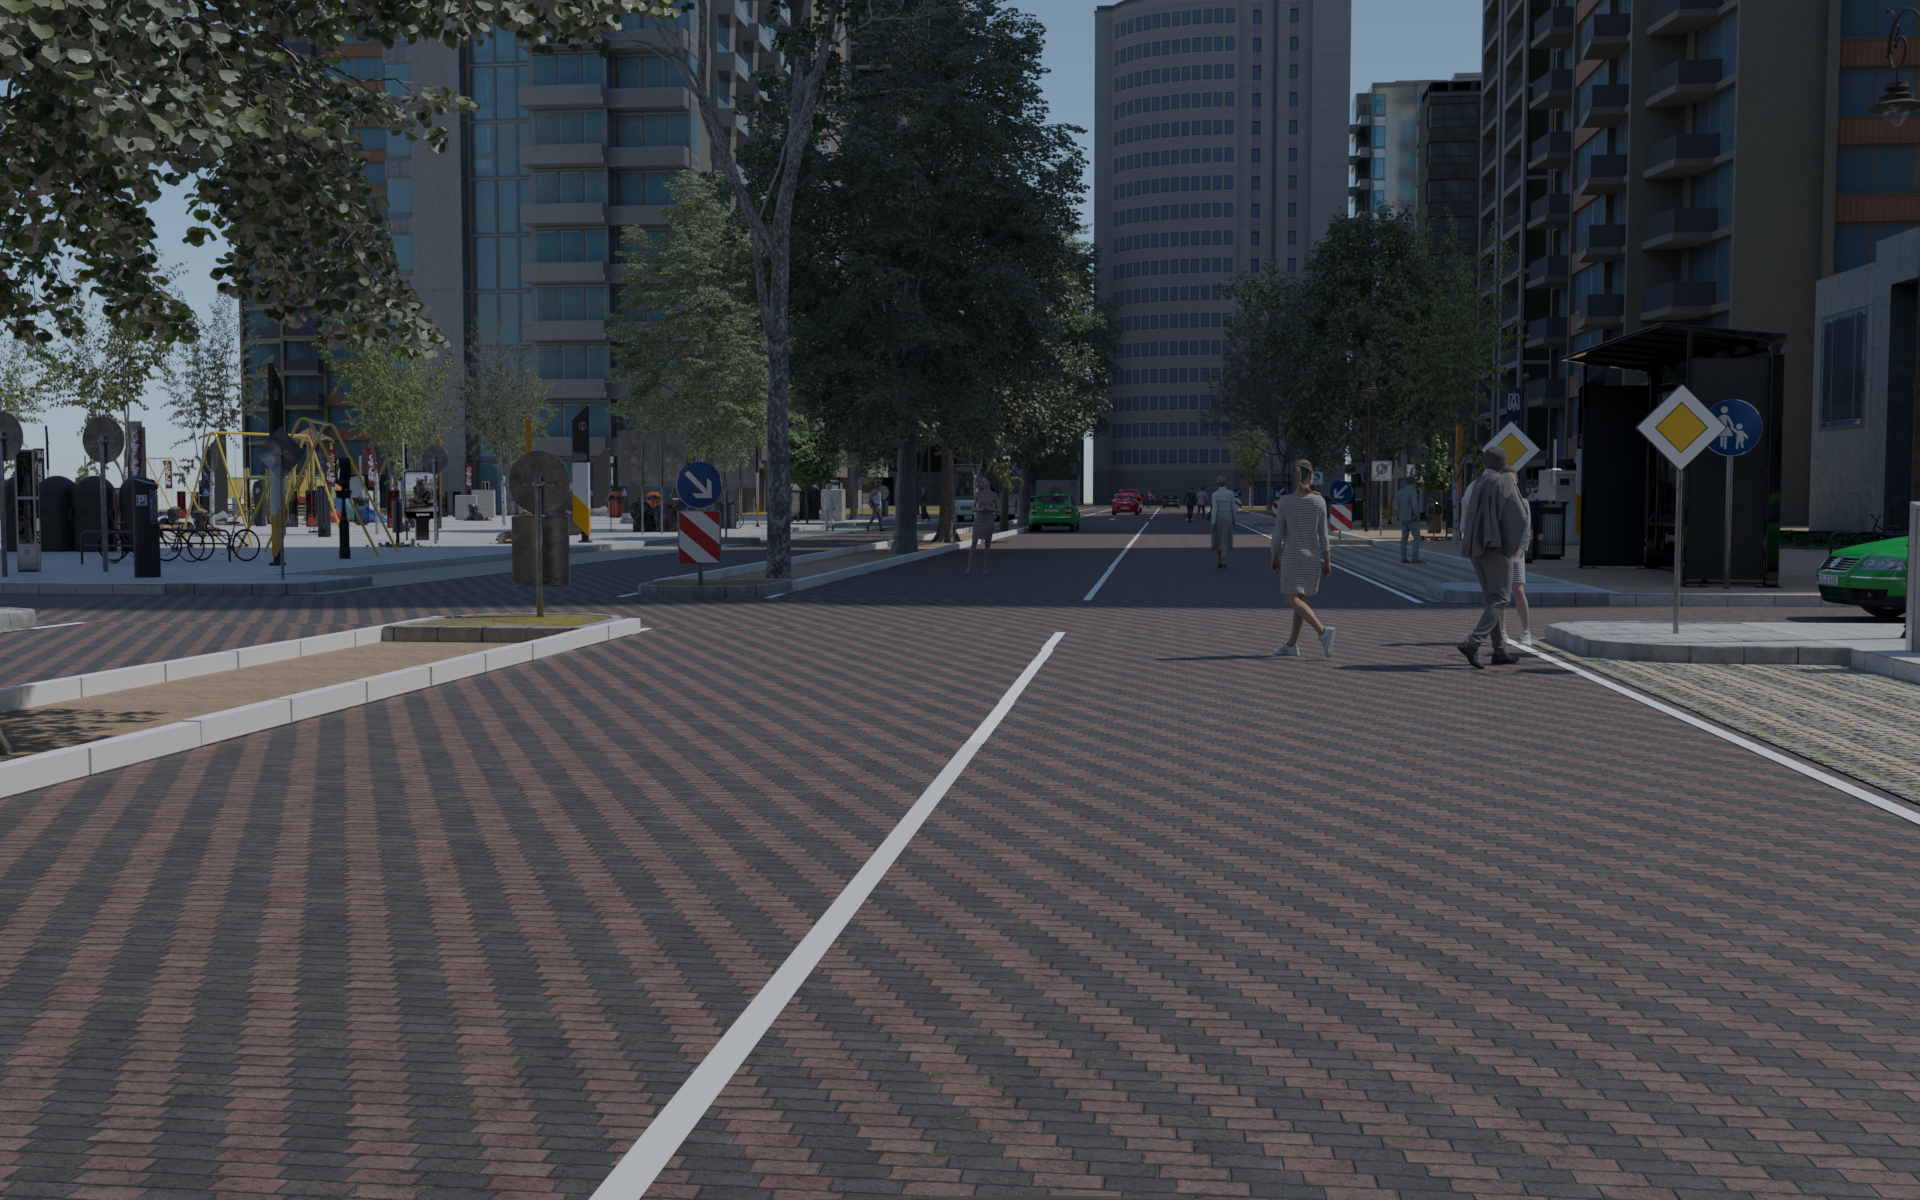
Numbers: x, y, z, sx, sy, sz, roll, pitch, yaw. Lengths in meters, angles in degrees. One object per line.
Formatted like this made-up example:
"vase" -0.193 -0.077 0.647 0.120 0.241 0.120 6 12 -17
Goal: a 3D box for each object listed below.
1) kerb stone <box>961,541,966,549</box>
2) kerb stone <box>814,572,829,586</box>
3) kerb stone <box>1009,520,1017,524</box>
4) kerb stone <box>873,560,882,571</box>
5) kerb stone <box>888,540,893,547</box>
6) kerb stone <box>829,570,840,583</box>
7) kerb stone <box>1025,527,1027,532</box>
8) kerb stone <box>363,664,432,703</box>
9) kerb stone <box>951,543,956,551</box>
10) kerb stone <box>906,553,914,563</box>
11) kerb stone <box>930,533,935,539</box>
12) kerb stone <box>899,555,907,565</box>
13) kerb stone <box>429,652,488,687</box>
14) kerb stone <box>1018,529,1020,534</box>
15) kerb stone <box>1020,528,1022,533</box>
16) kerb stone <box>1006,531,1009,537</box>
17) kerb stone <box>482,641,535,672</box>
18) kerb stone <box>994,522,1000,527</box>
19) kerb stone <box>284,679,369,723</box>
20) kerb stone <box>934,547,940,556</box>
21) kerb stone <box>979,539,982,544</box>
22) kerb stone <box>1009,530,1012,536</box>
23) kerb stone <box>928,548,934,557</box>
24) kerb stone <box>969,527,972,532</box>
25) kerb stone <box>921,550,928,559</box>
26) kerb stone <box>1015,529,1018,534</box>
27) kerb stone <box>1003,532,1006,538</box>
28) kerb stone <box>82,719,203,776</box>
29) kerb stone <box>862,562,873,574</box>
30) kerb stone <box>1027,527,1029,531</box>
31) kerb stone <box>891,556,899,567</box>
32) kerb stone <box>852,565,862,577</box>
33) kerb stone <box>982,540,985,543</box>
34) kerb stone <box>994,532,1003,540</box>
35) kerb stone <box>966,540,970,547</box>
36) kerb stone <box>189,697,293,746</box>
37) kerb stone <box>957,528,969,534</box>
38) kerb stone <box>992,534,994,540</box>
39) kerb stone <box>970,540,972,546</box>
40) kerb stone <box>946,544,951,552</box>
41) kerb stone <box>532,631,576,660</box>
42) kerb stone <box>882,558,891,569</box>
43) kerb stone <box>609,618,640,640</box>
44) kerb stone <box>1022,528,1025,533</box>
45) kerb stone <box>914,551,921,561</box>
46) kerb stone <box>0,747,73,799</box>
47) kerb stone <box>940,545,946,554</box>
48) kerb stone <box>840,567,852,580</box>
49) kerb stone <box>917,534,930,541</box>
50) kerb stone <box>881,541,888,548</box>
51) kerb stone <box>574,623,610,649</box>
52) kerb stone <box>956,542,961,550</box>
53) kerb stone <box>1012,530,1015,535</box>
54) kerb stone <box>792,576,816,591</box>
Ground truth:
"kerb stone" -0.036 -1.422 45.453 0.120 0.150 1.000 0 4 7
"kerb stone" -2.256 -0.303 27.144 0.120 0.150 1.000 0 4 7
"kerb stone" 2.575 -3.800 84.361 0.120 0.150 1.000 0 4 7
"kerb stone" -1.646 -0.613 32.220 0.120 0.150 1.000 0 4 7
"kerb stone" -1.994 -1.500 46.727 0.120 0.150 1.000 0 4 7
"kerb stone" -2.138 -0.358 28.160 0.120 0.150 1.000 0 4 7
"kerb stone" 2.316 -2.606 64.799 0.120 0.150 1.000 0 4 7
"kerb stone" -4.055 0.601 12.365 0.120 0.150 1.000 0 4 7
"kerb stone" -0.284 -1.298 43.411 0.120 0.150 1.000 0 4 7
"kerb stone" -1.152 -0.862 36.290 0.120 0.150 1.000 0 4 7
"kerb stone" -1.005 -1.999 54.874 0.120 0.150 1.000 0 4 7
"kerb stone" -1.273 -0.793 35.275 0.120 0.150 1.000 0 4 7
"kerb stone" -3.926 0.539 13.385 0.120 0.150 1.000 0 4 7
"kerb stone" 1.945 -2.419 61.753 0.120 0.150 1.000 0 4 7
"kerb stone" 2.068 -2.479 62.768 0.120 0.150 1.000 0 4 7
"kerb stone" 1.447 -2.171 57.685 0.120 0.150 1.000 0 4 7
"kerb stone" -3.801 0.477 14.403 0.120 0.150 1.000 0 4 7
"kerb stone" 1.716 -3.364 77.242 0.120 0.150 1.000 0 4 7
"kerb stone" -4.179 0.664 11.346 0.120 0.150 1.000 0 4 7
"kerb stone" -0.654 -1.106 40.365 0.120 0.150 1.000 0 4 7
"kerb stone" 0.456 -1.672 49.529 0.120 0.150 1.000 0 4 7
"kerb stone" 1.583 -2.233 58.708 0.120 0.150 1.000 0 4 7
"kerb stone" -0.778 -1.047 39.346 0.120 0.150 1.000 0 4 7
"kerb stone" 0.232 -2.621 65.046 0.120 0.150 1.000 0 4 7
"kerb stone" -0.900 -0.983 38.327 0.120 0.150 1.000 0 4 7
"kerb stone" 1.831 -2.357 60.737 0.120 0.150 1.000 0 4 7
"kerb stone" 1.319 -2.105 56.665 0.120 0.150 1.000 0 4 7
"kerb stone" -4.416 0.796 9.311 0.120 0.150 1.000 0 4 7
"kerb stone" -1.758 -0.551 31.204 0.120 0.150 1.000 0 4 7
"kerb stone" 2.435 -2.668 65.814 0.120 0.150 1.000 0 4 7
"kerb stone" -1.395 -0.736 34.255 0.120 0.150 1.000 0 4 7
"kerb stone" -1.896 -0.489 30.191 0.120 0.150 1.000 0 4 7
"kerb stone" 0.707 -1.794 51.558 0.120 0.150 1.000 0 4 7
"kerb stone" 1.203 -2.046 55.649 0.120 0.150 1.000 0 4 7
"kerb stone" 0.086 -1.483 46.468 0.120 0.150 1.000 0 4 7
"kerb stone" -4.301 0.727 10.326 0.120 0.150 1.000 0 4 7
"kerb stone" 0.104 -2.559 64.032 0.120 0.150 1.000 0 4 7
"kerb stone" 0.836 -1.859 52.584 0.120 0.150 1.000 0 4 7
"kerb stone" 0.205 -1.544 47.484 0.120 0.150 1.000 0 4 7
"kerb stone" -0.400 -1.235 42.396 0.120 0.150 1.000 0 4 7
"kerb stone" -3.671 0.418 15.417 0.120 0.150 1.000 0 4 7
"kerb stone" -1.513 -0.675 33.234 0.120 0.150 1.000 0 4 7
"kerb stone" -3.433 0.295 17.461 0.120 0.150 1.000 0 4 7
"kerb stone" 2.198 -2.543 63.783 0.120 0.150 1.000 0 4 7
"kerb stone" -1.016 -0.924 37.303 0.120 0.150 1.000 0 4 7
"kerb stone" -4.540 0.854 8.296 0.120 0.150 1.000 0 4 7
"kerb stone" -0.527 -1.172 41.379 0.120 0.150 1.000 0 4 7
"kerb stone" -2.013 -0.427 29.176 0.120 0.150 1.000 0 4 7
"kerb stone" -1.128 -1.927 53.855 0.120 0.150 1.000 0 4 7
"kerb stone" -2.116 -1.438 45.712 0.120 0.150 1.000 0 4 7
"kerb stone" -3.561 0.355 16.436 0.120 0.150 1.000 0 4 7
"kerb stone" -0.156 -1.358 44.435 0.120 0.150 1.000 0 4 7
"kerb stone" 1.703 -2.295 59.723 0.120 0.150 1.000 0 4 7
"kerb stone" -2.378 -0.240 26.123 0.120 0.150 1.000 0 4 7
